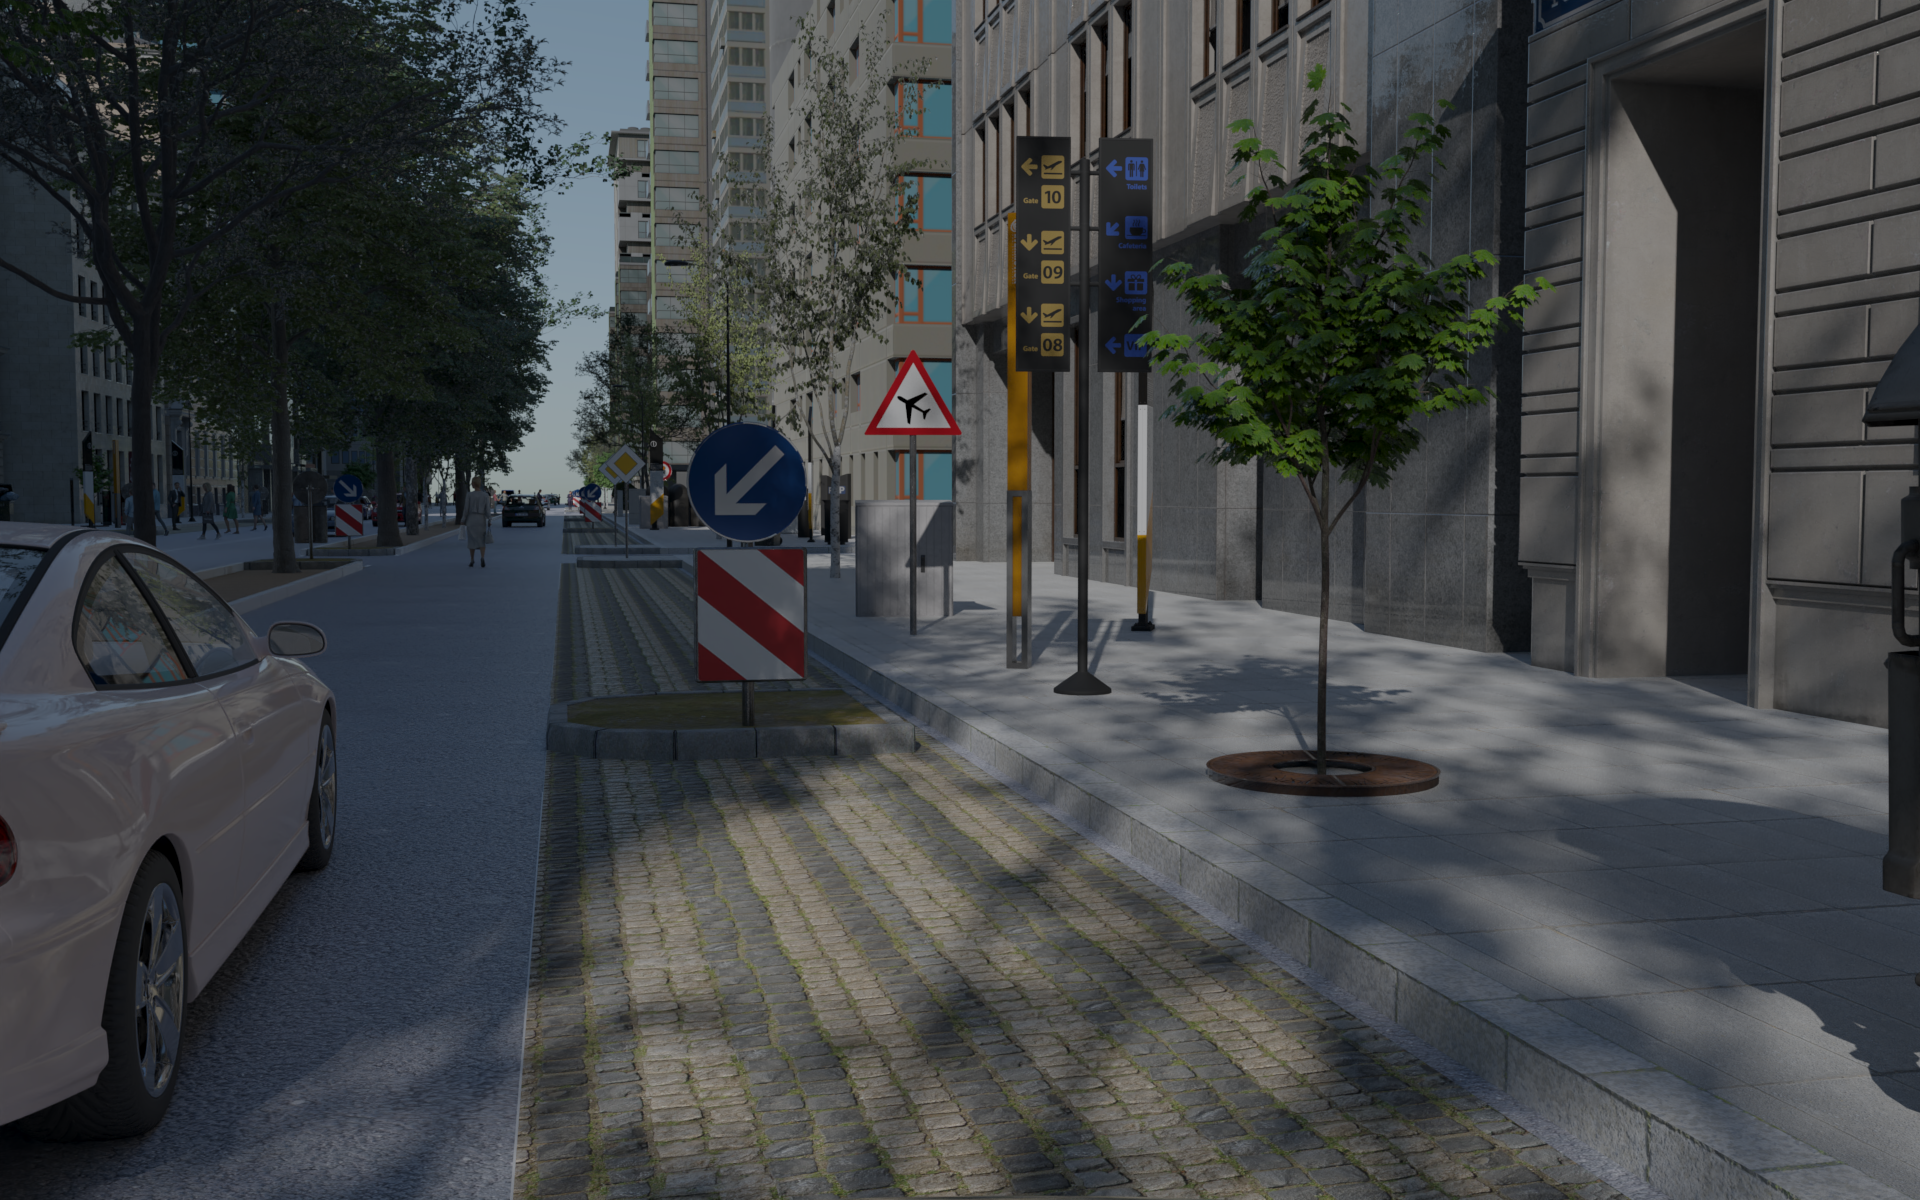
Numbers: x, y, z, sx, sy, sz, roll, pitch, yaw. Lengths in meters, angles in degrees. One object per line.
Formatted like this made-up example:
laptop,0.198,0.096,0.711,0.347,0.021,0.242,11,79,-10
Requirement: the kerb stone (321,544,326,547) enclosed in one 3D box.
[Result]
kerb stone,-15.783,-1.248,42.599,0.120,0.150,1.000,-1,4,-13

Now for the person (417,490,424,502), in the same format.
person,-47.274,-8.738,151.396,1.348,1.821,0.705,1,4,14

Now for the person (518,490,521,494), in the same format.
person,-29.718,-6.584,116.965,1.217,1.723,0.721,0,4,2

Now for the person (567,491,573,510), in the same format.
person,-33.522,-8.532,148.909,0.541,1.710,0.530,-2,4,-34

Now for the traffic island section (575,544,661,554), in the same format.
traffic island section,-8.414,-1.232,42.432,2.009,0.180,2.903,-1,4,-13

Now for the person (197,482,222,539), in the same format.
person,-23.660,-2.808,54.596,0.728,1.800,0.709,-3,4,-39

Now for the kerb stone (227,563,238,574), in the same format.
kerb stone,-13.143,-0.539,31.056,0.120,0.150,1.000,-1,4,-13

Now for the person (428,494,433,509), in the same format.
person,-52.460,-9.767,171.442,1.065,1.426,0.557,-3,4,-36

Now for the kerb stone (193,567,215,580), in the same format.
kerb stone,-12.697,-0.419,29.054,0.120,0.150,1.000,-1,4,-13

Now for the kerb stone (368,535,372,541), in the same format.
kerb stone,-18.059,-1.860,52.606,0.120,0.150,1.000,-1,4,-13

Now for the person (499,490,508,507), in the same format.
person,-34.745,-7.528,132.368,0.721,1.735,1.217,3,4,37

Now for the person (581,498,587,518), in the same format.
person,-22.230,-5.733,102.474,0.600,1.795,0.529,1,4,14

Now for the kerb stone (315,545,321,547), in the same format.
kerb stone,-15.548,-1.187,41.604,0.120,0.150,1.000,-1,4,-13

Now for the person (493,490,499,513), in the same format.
person,-34.217,-7.249,127.734,0.721,1.743,1.217,-2,4,-29

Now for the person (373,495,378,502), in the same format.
person,-47.983,-8.121,141.968,0.721,1.739,1.217,1,4,8

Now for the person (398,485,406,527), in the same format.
person,-23.974,-4.072,74.984,0.656,1.842,0.836,-1,4,-23

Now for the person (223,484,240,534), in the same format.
person,-26.272,-3.282,62.410,0.529,1.795,0.600,0,4,-8

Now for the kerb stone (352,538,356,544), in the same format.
kerb stone,-17.155,-1.615,48.602,0.120,0.150,1.000,-1,4,-13

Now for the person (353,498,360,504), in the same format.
person,-31.787,-5.042,91.107,0.590,1.801,0.661,-2,4,-29

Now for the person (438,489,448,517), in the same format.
person,-32.863,-6.193,110.025,0.678,1.792,0.850,0,4,-2

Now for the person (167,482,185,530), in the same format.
person,-30.885,-3.698,68.318,0.474,1.900,0.648,0,4,7

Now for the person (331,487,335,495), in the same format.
person,-26.078,-3.850,72.206,0.466,1.731,0.760,1,4,16

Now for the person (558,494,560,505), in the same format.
person,-53.858,-13.514,232.717,0.557,1.426,1.065,-1,4,-10

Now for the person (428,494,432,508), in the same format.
person,-56.050,-10.464,182.778,0.628,1.438,0.799,-1,4,-9

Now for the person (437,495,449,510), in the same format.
person,-38.461,-7.316,128.944,1.217,1.723,0.721,2,4,29

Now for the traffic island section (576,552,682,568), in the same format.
traffic island section,-6.642,-0.756,34.645,2.009,0.180,2.903,-1,4,-13

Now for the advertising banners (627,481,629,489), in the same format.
advertising banners,-17.460,-5.862,92.027,0.090,3.025,2.074,-2,4,-24

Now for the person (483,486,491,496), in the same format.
person,-26.151,-5.357,95.451,0.474,1.900,0.648,1,4,15

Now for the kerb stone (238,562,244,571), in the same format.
kerb stone,-13.384,-0.602,32.050,0.120,0.150,1.000,-1,4,-13

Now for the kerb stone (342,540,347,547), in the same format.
kerb stone,-16.694,-1.493,46.601,0.120,0.150,1.000,-1,4,-13

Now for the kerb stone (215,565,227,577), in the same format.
kerb stone,-12.926,-0.479,30.057,0.120,0.150,1.000,-1,4,-13

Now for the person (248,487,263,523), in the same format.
person,-34.640,-4.687,85.233,0.694,1.812,0.767,0,4,-4

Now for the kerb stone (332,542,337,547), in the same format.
kerb stone,-16.236,-1.366,44.609,0.120,0.150,1.000,-1,4,-13

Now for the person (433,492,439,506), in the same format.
person,-62.000,-11.998,205.391,1.217,1.736,0.721,1,4,17

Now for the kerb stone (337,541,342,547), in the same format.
kerb stone,-16.468,-1.428,45.604,0.120,0.150,1.000,-1,4,-13

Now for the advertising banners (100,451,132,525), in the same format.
advertising banners,-34.334,-4.561,70.763,2.074,3.025,0.090,1,4,21

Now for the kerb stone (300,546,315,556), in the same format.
kerb stone,-15.322,-1.126,40.598,0.120,0.150,1.000,-1,4,-13

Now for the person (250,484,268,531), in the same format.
person,-27.496,-3.629,67.856,0.654,1.822,0.581,1,4,10

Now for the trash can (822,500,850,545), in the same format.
trash can,-3.135,-1.972,43.900,0.748,1.137,0.748,0,3,0

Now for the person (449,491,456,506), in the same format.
person,-62.270,-12.533,213.371,1.348,1.831,0.705,-1,4,-23

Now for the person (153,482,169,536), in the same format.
person,-27.547,-3.118,59.339,0.748,1.841,0.638,0,4,7

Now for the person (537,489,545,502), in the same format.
person,-28.864,-6.752,119.351,0.568,1.767,0.683,-1,4,-12

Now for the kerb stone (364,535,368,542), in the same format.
kerb stone,-17.827,-1.799,51.604,0.120,0.150,1.000,-1,4,-13

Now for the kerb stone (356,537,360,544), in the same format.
kerb stone,-17.371,-1.675,49.606,0.120,0.150,1.000,-1,4,-13

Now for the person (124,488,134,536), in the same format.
person,-23.425,-2.371,49.076,0.589,1.601,0.330,-3,5,-42

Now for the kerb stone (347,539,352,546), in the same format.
kerb stone,-16.911,-1.552,47.600,0.120,0.150,1.000,-1,4,-13

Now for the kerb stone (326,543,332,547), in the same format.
kerb stone,-16.005,-1.309,43.607,0.120,0.150,1.000,-1,4,-13

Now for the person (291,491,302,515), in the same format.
person,-27.111,-3.797,70.673,0.616,1.811,0.778,-2,4,-28

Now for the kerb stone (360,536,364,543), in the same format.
kerb stone,-17.602,-1.736,50.607,0.120,0.150,1.000,-1,4,-13
